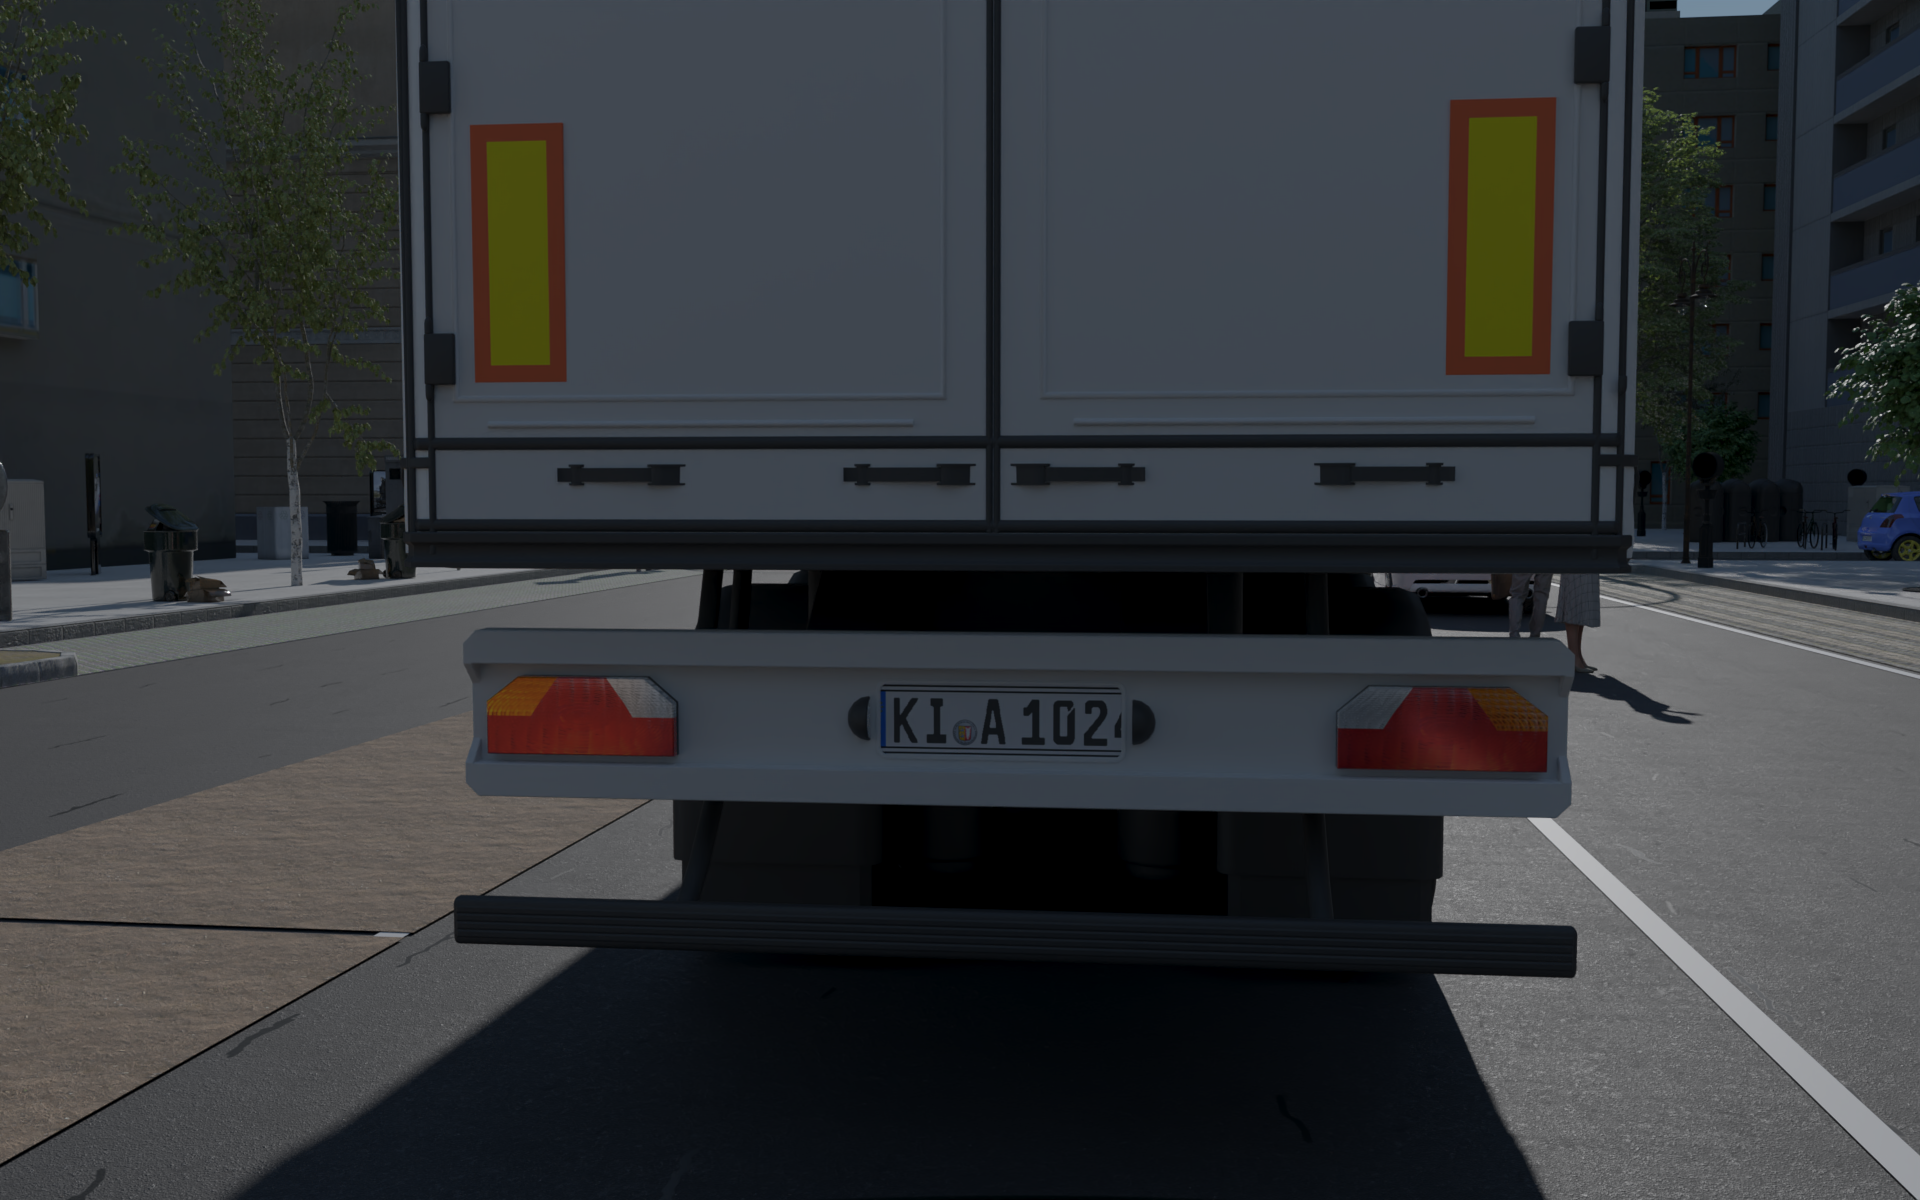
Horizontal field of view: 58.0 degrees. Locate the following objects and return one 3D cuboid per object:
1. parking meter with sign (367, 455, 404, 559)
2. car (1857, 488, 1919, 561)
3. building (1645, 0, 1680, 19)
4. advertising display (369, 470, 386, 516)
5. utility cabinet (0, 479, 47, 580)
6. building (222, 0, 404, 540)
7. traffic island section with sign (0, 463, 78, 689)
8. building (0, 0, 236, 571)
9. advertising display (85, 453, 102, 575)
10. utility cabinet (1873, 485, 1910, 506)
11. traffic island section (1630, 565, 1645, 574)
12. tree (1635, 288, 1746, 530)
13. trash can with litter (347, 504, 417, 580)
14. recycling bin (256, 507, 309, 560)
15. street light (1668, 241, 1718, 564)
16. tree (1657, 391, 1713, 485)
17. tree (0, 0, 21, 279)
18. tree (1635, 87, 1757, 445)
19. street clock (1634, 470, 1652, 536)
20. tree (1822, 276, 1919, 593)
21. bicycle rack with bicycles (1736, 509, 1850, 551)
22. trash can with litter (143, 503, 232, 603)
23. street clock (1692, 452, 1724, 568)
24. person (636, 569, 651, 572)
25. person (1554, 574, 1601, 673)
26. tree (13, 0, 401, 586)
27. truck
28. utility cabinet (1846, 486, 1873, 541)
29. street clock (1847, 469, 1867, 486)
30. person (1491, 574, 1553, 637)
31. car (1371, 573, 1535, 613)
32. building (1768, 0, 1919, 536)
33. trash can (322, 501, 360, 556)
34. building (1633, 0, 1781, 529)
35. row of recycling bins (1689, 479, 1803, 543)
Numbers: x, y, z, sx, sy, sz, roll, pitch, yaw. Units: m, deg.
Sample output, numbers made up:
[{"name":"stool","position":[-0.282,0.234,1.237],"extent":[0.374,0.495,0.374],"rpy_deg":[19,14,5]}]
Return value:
[{"name":"parking meter with sign","position":[-10.867,-2.306,33.958],"extent":[1.738,3.016,0.543],"rpy_deg":[2,4,25]},{"name":"car","position":[20.531,-1.587,35.534],"extent":[3.694,1.707,1.945],"rpy_deg":[0,4,7]},{"name":"building","position":[34.725,-20.446,105.991],"extent":[14.160,30.474,14.107],"rpy_deg":[0,4,8]},{"name":"advertising display","position":[-15.387,-2.515,46.340],"extent":[0.123,1.923,0.974],"rpy_deg":[2,4,25]},{"name":"utility cabinet","position":[-14.008,-1.015,25.278],"extent":[0.318,1.500,1.173],"rpy_deg":[2,4,34]},{"name":"building","position":[-14.901,-16.558,56.627],"extent":[13.634,28.700,20.117],"rpy_deg":[0,4,8]},{"name":"traffic island section with sign","position":[-7.984,-0.282,13.247],"extent":[1.989,1.847,2.006],"rpy_deg":[0,4,8]},{"name":"building","position":[-26.314,-24.485,24.035],"extent":[21.600,48.544,21.300],"rpy_deg":[0,4,8]},{"name":"advertising display","position":[-13.829,-1.373,27.668],"extent":[0.123,1.923,0.974],"rpy_deg":[-1,4,-21]},{"name":"utility cabinet","position":[23.530,-2.142,43.694],"extent":[0.318,1.500,1.173],"rpy_deg":[0,4,4]},{"name":"traffic island section","position":[11.464,-0.629,32.572],"extent":[2.009,0.180,2.903],"rpy_deg":[0,4,8]},{"name":"tree","position":[24.985,-6.763,60.931],"extent":[4.360,8.622,3.978],"rpy_deg":[0,3,0]},{"name":"trash can with litter","position":[-8.656,-0.902,26.142],"extent":[1.055,1.170,0.624],"rpy_deg":[-3,5,-40]},{"name":"recycling bin","position":[-13.342,-1.319,34.123],"extent":[0.722,1.027,0.722],"rpy_deg":[3,4,38]},{"name":"street light","position":[13.413,-3.611,31.826],"extent":[0.468,5.910,1.993],"rpy_deg":[0,4,8]},{"name":"tree","position":[23.940,-4.375,55.244],"extent":[4.285,4.588,4.351],"rpy_deg":[0,3,0]},{"name":"tree","position":[-10.988,-4.169,18.518],"extent":[4.737,8.622,4.395],"rpy_deg":[0,3,0]},{"name":"tree","position":[16.962,-7.793,45.535],"extent":[7.486,12.596,7.792],"rpy_deg":[0,3,0]},{"name":"street clock","position":[20.637,-2.926,52.404],"extent":[0.471,2.002,0.358],"rpy_deg":[-1,4,-16]},{"name":"tree","position":[13.141,-2.381,22.648],"extent":[4.285,4.588,4.351],"rpy_deg":[0,3,0]},{"name":"bicycle rack with bicycles","position":[19.486,-1.670,40.685],"extent":[2.852,0.926,2.925],"rpy_deg":[2,4,31]},{"name":"trash can with litter","position":[-9.221,-0.572,20.743],"extent":[1.055,1.170,0.624],"rpy_deg":[1,4,19]},{"name":"street clock","position":[12.946,-1.557,30.020],"extent":[0.358,2.002,0.471],"rpy_deg":[-3,4,-38]},{"name":"person","position":[-5.909,-1.410,31.982],"extent":[0.576,1.772,0.534],"rpy_deg":[-1,4,-11]},{"name":"person","position":[5.079,-0.298,13.937],"extent":[0.524,1.755,0.480],"rpy_deg":[2,4,31]},{"name":"tree","position":[-9.265,-4.488,23.749],"extent":[4.737,8.622,4.395],"rpy_deg":[0,3,0]},{"name":"truck","position":[0.707,-1.219,8.848],"extent":[2.839,4.237,11.283],"rpy_deg":[0,4,7]},{"name":"utility cabinet","position":[24.113,-2.281,45.970],"extent":[0.318,1.500,1.173],"rpy_deg":[-1,4,-16]},{"name":"street clock","position":[25.698,-2.757,49.655],"extent":[0.471,2.002,0.358],"rpy_deg":[3,5,44]},{"name":"person","position":[5.073,-0.411,15.347],"extent":[0.709,1.813,0.853],"rpy_deg":[1,4,20]},{"name":"car","position":[6.339,-0.609,22.322],"extent":[2.083,1.381,4.827],"rpy_deg":[1,4,9]},{"name":"building","position":[40.543,-30.915,47.452],"extent":[28.212,58.520,21.231],"rpy_deg":[0,4,8]},{"name":"trash can","position":[-12.877,-1.494,36.087],"extent":[0.748,1.137,0.748],"rpy_deg":[0,3,0]},{"name":"building","position":[36.518,-14.144,76.302],"extent":[27.650,21.520,28.899],"rpy_deg":[0,4,8]},{"name":"row of recycling bins","position":[21.125,-2.408,46.480],"extent":[3.534,1.692,1.069],"rpy_deg":[-1,4,-19]}]
